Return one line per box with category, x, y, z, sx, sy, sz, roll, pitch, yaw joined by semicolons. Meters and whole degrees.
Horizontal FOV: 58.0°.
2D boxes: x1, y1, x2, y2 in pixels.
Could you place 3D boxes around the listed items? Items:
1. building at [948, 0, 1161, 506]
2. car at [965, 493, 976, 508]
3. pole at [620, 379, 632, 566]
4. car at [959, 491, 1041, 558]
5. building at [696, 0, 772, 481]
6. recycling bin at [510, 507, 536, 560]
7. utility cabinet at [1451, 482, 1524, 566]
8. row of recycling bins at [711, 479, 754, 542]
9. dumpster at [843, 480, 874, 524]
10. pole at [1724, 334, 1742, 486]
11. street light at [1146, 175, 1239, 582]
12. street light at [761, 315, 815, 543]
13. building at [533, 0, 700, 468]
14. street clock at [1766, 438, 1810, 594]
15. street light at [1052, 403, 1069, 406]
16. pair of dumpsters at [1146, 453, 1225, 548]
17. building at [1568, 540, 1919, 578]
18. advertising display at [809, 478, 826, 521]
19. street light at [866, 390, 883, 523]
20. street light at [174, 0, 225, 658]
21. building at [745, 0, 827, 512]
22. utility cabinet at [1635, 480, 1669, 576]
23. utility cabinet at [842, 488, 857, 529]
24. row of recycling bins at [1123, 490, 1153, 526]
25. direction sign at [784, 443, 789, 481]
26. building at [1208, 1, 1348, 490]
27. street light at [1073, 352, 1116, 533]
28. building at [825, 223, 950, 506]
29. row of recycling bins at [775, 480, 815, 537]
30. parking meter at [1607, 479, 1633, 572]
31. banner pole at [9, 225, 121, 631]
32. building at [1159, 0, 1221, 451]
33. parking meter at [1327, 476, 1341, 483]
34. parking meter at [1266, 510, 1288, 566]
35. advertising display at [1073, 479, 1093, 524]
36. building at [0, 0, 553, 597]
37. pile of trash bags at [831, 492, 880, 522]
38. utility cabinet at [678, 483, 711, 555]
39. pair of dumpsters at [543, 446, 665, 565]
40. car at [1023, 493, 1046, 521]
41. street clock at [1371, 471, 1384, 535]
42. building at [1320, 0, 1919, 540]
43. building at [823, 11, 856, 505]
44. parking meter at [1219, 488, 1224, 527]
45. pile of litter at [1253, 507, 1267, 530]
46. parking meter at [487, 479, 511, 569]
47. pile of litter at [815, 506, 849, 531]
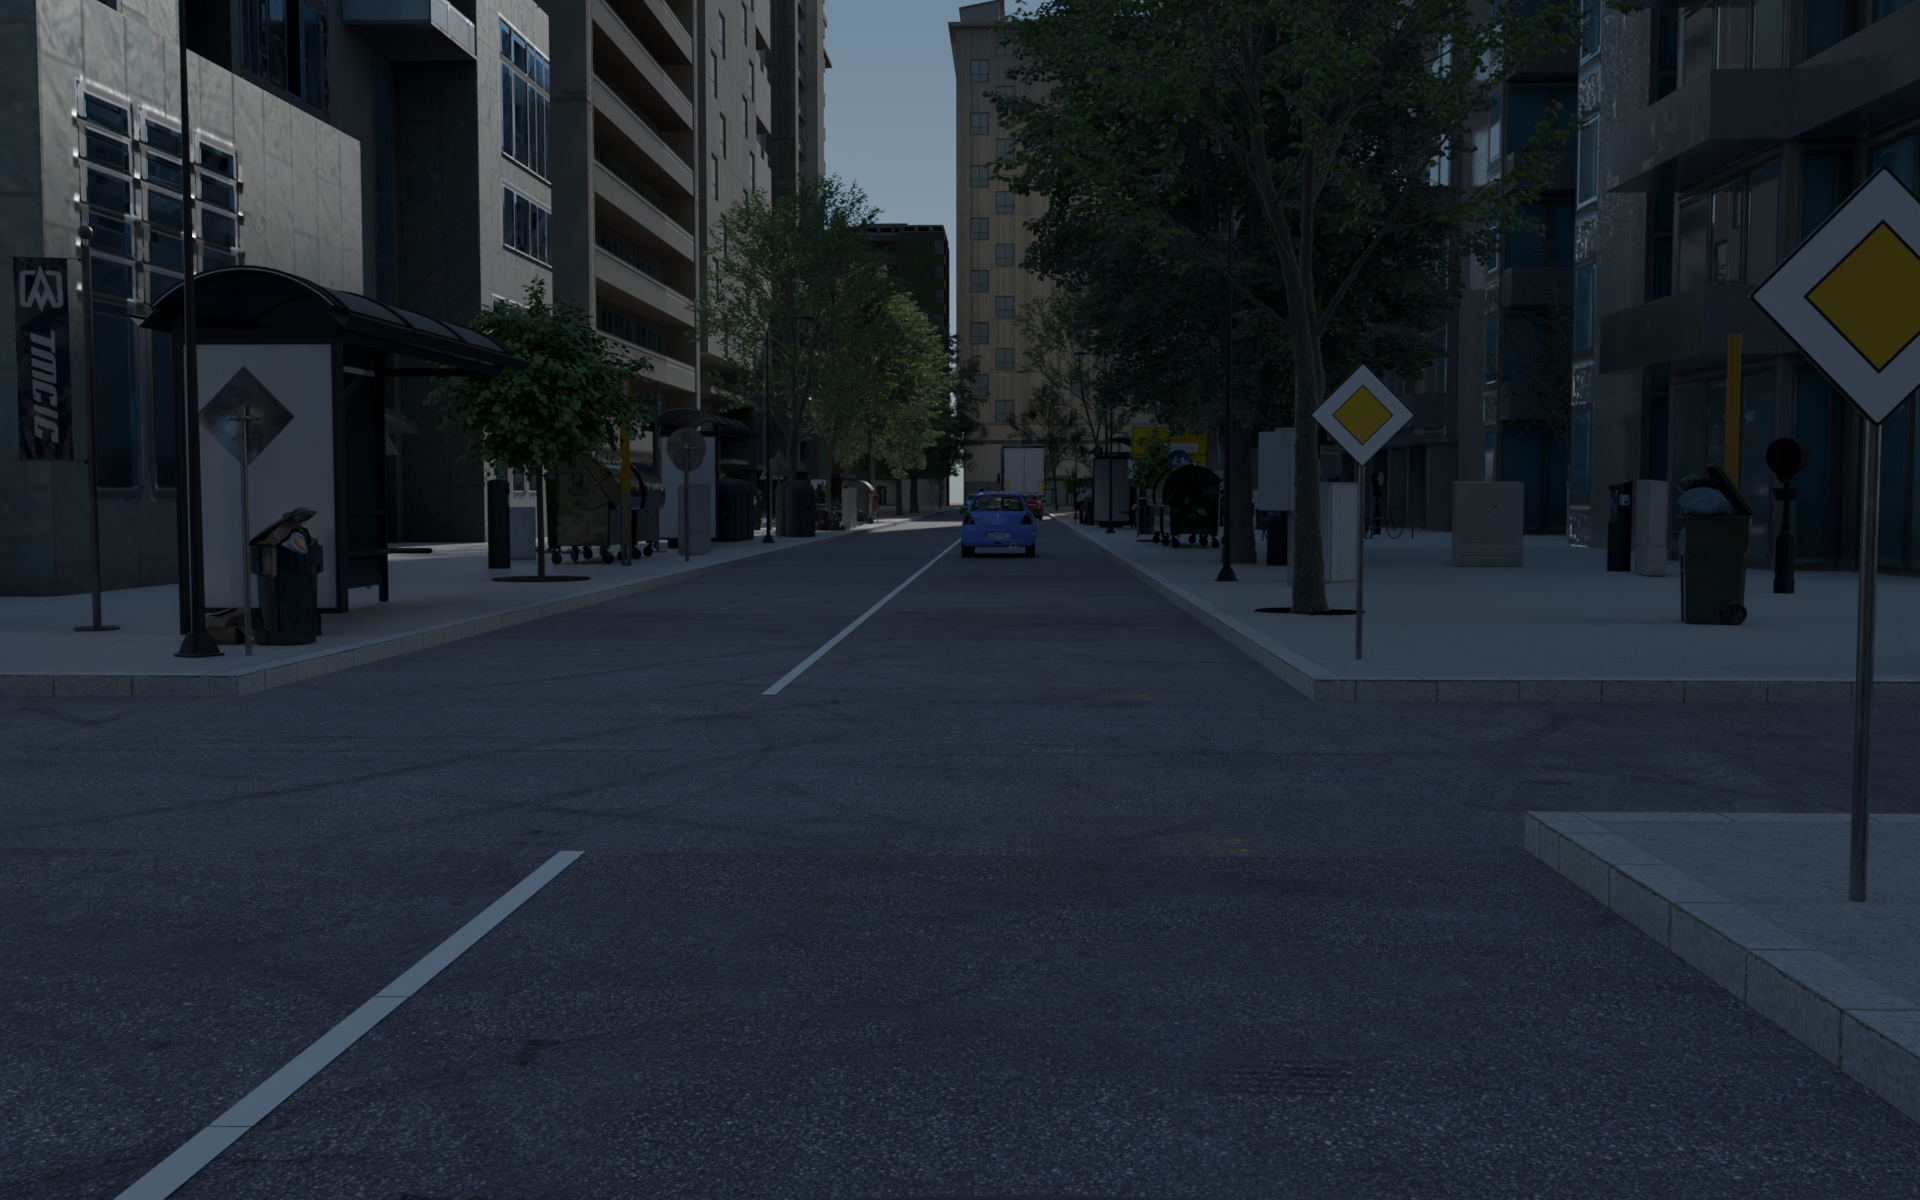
building;12.966;-36.973;193.749;27.495;52.752;28.713;0;4;2
car;1.356;-7.883;138.481;1.945;1.707;3.694;0;4;0
pole;-5.976;-2.267;30.907;0.158;3.312;0.155;0;3;0
car;0.921;-1.878;40.298;1.945;1.707;3.694;0;4;3
building;-26.067;-31.388;102.435;28.713;52.752;27.495;0;4;2
recycling bin;-8.681;-1.302;33.842;0.722;1.027;0.722;-1;4;-17
utility cabinet;9.321;-1.341;30.599;1.173;1.500;0.318;0;4;3
row of recycling bins;-6.298;-2.501;48.004;1.069;1.692;3.534;0;4;1
dumpster;-4.357;-4.180;74.105;1.264;1.857;1.865;0;4;2
pole;9.902;-1.736;22.234;0.158;3.312;0.155;0;3;0
street light;3.391;-3.231;25.368;1.470;5.913;1.316;0;4;2
street light;-4.475;-4.441;45.149;1.470;5.913;1.316;0;4;2
building;-23.222;-27.313;70.266;21.300;48.544;21.600;0;4;2
street clock;10.649;-1.086;22.327;0.358;2.002;0.471;-3;4;-37
street light;5.384;-7.090;88.460;1.470;5.913;1.316;0;4;2
pair of dumpsters;5.568;-2.470;42.877;1.574;2.255;4.437;0;4;2
building;27.578;-25.187;31.410;30.456;49.044;23.786;0;4;2
advertising display;-5.800;-4.063;71.642;0.974;1.923;0.123;-2;4;-33
street light;-3.451;-6.348;76.336;1.470;5.913;1.316;0;4;2
street light;-5.480;-2.505;13.504;1.470;5.913;1.316;0;4;2
building;-17.327;-26.919;123.723;14.154;41.232;14.086;0;4;2
utility cabinet;10.924;-1.141;27.334;0.318;1.500;1.173;1;4;13
utility cabinet;-4.083;-3.368;63.742;0.318;1.500;1.173;1;4;8
row of recycling bins;7.775;-3.947;71.642;1.069;1.692;3.534;3;4;38
direction sign;-7.661;-5.215;77.269;0.379;3.537;0.876;1;4;15
building;26.518;-43.105;143.024;20.563;71.187;20.611;0;4;2
street light;4.390;-5.138;56.555;1.470;5.913;1.316;0;4;2
building;-8.240;-25.439;187.625;14.107;30.474;14.160;0;4;2
row of recycling bins;-5.085;-2.800;52.893;1.069;1.692;3.534;-1;4;-12
parking meter;10.966;-1.246;28.784;0.372;1.533;0.369;0;3;0
banner pole;-8.373;-1.601;16.193;0.863;3.779;0.401;-1;4;-12
building;25.761;-30.517;122.656;21.300;48.544;21.600;0;4;2
parking meter;11.843;-3.009;54.912;0.399;1.863;0.255;-3;4;-39
parking meter;5.693;-1.385;31.059;0.372;1.533;0.369;0;3;0
advertising display;5.260;-4.203;73.928;0.974;1.923;0.123;-2;4;-35
building;-21.942;-44.167;34.810;22.319;86.520;31.000;0;4;2
pile of trash bags;-4.814;-4.355;80.963;1.912;1.369;3.447;-3;4;-36
utility cabinet;-5.633;-1.713;36.683;0.318;1.500;1.173;1;4;12
pair of dumpsters;-6.871;-1.894;33.453;1.574;2.255;4.437;0;4;2
car;3.620;-5.237;94.667;2.155;1.783;4.494;0;4;2
street clock;13.178;-3.066;54.694;0.358;2.002;0.471;3;4;39
building;26.706;-27.261;65.330;23.786;49.044;30.456;0;4;2
building;-24.272;-30.095;146.677;28.867;44.769;22.147;0;4;2
parking meter;10.171;-3.648;68.052;0.372;1.533;0.369;0;3;0
pile of litter;11.086;-2.968;62.486;1.176;0.858;1.719;0;4;7
parking meter;-7.941;-1.309;29.820;0.372;1.533;0.369;0;3;0
pile of litter;-4.792;-2.872;60.929;1.719;0.858;1.176;1;4;19
